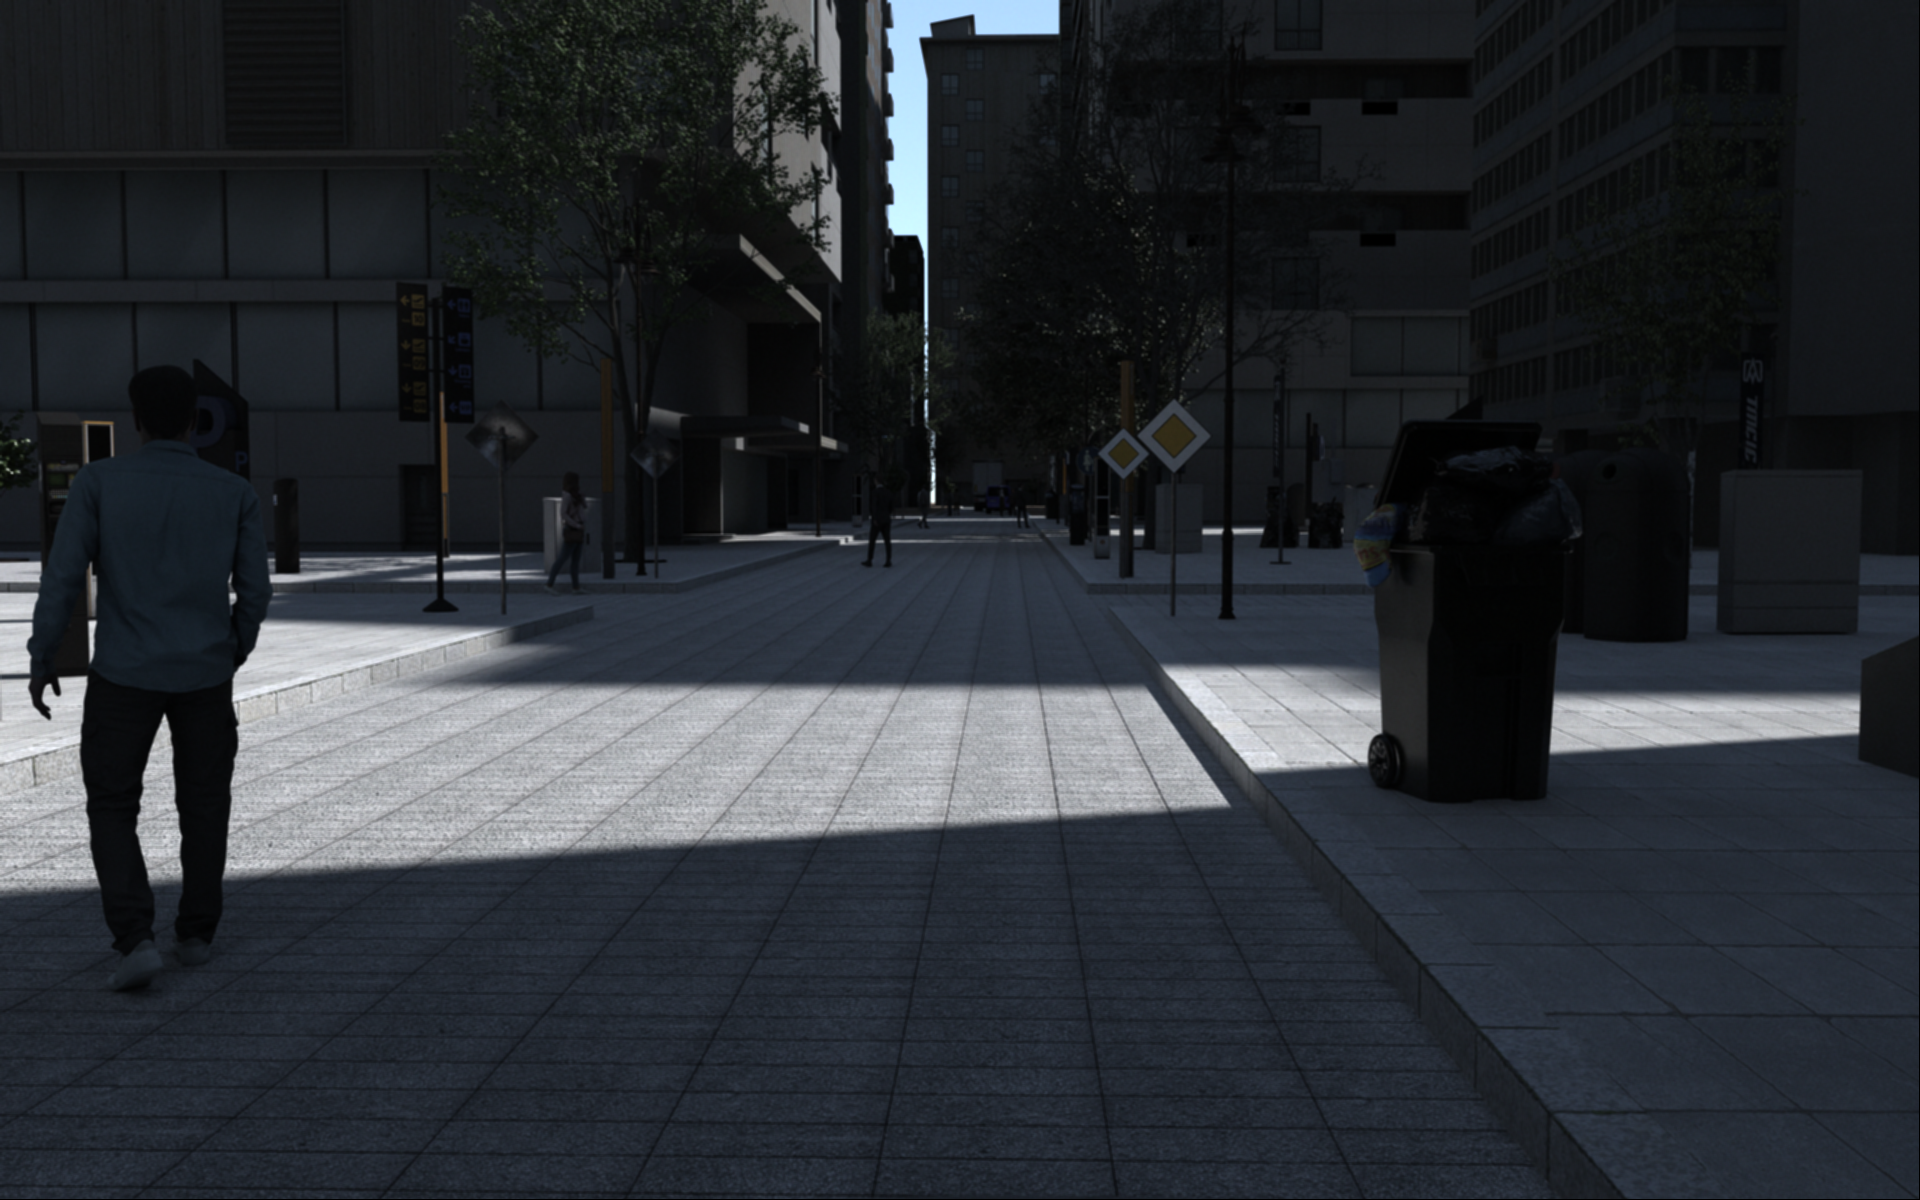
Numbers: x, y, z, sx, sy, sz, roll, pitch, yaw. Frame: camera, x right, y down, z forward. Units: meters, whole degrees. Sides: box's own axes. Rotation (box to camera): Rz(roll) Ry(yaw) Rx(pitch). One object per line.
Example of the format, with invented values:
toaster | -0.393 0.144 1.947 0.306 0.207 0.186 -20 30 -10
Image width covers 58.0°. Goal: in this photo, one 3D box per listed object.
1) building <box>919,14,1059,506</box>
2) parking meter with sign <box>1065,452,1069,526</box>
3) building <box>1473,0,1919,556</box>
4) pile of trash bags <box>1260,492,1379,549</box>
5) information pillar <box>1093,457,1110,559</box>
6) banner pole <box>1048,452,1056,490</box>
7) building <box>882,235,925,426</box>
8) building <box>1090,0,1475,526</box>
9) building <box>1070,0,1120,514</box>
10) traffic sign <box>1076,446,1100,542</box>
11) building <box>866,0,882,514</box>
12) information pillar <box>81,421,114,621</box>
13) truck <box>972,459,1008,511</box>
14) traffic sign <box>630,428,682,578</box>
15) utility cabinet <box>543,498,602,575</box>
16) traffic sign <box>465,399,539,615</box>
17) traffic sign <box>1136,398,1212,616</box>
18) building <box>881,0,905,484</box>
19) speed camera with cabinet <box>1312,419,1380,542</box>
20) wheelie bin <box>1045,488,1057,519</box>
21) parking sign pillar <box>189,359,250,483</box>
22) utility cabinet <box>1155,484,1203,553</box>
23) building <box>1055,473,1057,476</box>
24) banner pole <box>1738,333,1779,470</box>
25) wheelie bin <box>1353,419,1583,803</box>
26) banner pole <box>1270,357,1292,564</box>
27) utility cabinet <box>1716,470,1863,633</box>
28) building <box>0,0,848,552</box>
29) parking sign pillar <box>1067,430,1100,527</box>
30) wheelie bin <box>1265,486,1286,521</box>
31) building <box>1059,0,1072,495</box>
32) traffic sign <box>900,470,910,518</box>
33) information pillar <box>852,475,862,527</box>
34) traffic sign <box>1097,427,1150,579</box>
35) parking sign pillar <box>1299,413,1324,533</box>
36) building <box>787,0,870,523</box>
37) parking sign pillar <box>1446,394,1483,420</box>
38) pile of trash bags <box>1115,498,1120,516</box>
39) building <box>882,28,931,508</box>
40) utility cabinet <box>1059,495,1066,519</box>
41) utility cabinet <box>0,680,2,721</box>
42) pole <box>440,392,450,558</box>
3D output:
building | 9.818 -37.346 199.838 27.495 52.752 28.713 0 4 2
parking meter with sign | 4.489 -4.519 70.147 0.543 3.016 1.738 0 4 6
building | 27.228 -21.484 43.142 23.993 40.220 32.217 0 4 2
pile of trash bags | 8.804 -1.927 41.265 3.447 1.369 1.912 2 4 32
information pillar | 2.806 -1.820 34.244 0.304 2.012 0.304 0 4 -1
banner pole | 5.044 -6.492 96.164 0.401 3.779 0.863 -2 4 -34
building | -11.153 -25.879 194.815 14.107 30.474 14.160 0 4 2
building | 20.131 -30.129 81.852 28.713 52.752 27.495 0 4 2
building | 18.633 -30.255 118.379 21.300 48.544 21.600 0 4 2
traffic sign | 3.497 -2.829 46.367 0.768 2.556 0.104 0 4 8
building | -12.327 -28.034 108.472 14.600 45.320 14.200 0 4 2
information pillar | -8.830 -0.806 17.665 0.304 2.012 0.304 3 4 36
truck | 2.520 -9.596 145.813 2.839 4.237 11.283 0 4 3
traffic sign | -4.629 -1.390 26.365 0.795 2.450 0.064 0 4 2
utility cabinet | -6.259 -1.032 28.033 0.306 1.237 1.020 2 4 33
traffic sign | -4.855 -0.902 18.383 0.795 2.450 0.064 0 4 2
traffic sign | 2.236 -0.888 18.162 0.795 2.450 0.064 0 4 2
building | -16.620 -31.286 131.127 23.786 49.044 30.456 0 4 2
speed camera with cabinet | 10.300 -3.156 45.936 2.038 3.252 0.660 -2 4 -29
wheelie bin | 4.670 -4.939 88.655 0.693 1.594 0.980 0 4 -2
parking sign pillar | -14.723 -2.804 34.324 1.447 3.967 1.447 2 4 24
utility cabinet | 4.733 -1.761 37.477 1.173 1.500 0.318 -3 5 -40
building | 20.969 -32.995 159.075 23.786 49.044 30.456 0 4 2
banner pole | 12.427 -2.258 26.936 0.863 3.779 0.401 -1 4 -17
wheelie bin | 2.203 0.030 7.412 0.980 1.594 0.693 -1 4 -12
banner pole | 5.882 -2.566 31.976 0.401 3.779 0.863 0 4 -4
utility cabinet | 7.604 -0.442 15.902 1.173 1.500 0.318 0 4 -2
building | -17.840 -28.126 49.099 28.713 52.752 27.495 0 4 2
parking sign pillar | 4.882 -4.809 67.094 1.447 3.967 1.447 2 4 34
wheelie bin | 12.474 -3.694 68.311 0.980 1.594 0.693 1 4 20
building | 14.749 -27.724 136.887 14.154 41.232 14.086 0 4 2
traffic sign | -2.962 -5.484 89.762 0.768 2.556 0.104 0 4 4
information pillar | -3.951 -3.797 66.568 0.304 2.012 0.304 -2 4 -26
traffic sign | 2.462 -1.376 26.144 0.795 2.450 0.064 0 4 2
parking sign pillar | 11.903 -4.261 58.139 1.447 3.967 1.447 1 4 19
building | -11.695 -24.124 78.025 14.154 41.232 14.086 0 4 2
parking sign pillar | 13.490 -3.583 47.062 1.447 3.967 1.447 1 4 13
pile of trash bags | 10.649 -5.459 99.010 3.447 1.369 1.912 0 4 -6
building | -18.789 -52.020 163.191 31.000 86.520 22.319 0 4 2
utility cabinet | 5.193 -4.852 90.494 1.020 1.237 0.306 -2 4 -24
utility cabinet | -5.944 0.086 9.752 1.020 1.237 0.306 1 4 12
pole | -10.377 -2.500 34.725 0.158 3.312 0.155 0 3 0
